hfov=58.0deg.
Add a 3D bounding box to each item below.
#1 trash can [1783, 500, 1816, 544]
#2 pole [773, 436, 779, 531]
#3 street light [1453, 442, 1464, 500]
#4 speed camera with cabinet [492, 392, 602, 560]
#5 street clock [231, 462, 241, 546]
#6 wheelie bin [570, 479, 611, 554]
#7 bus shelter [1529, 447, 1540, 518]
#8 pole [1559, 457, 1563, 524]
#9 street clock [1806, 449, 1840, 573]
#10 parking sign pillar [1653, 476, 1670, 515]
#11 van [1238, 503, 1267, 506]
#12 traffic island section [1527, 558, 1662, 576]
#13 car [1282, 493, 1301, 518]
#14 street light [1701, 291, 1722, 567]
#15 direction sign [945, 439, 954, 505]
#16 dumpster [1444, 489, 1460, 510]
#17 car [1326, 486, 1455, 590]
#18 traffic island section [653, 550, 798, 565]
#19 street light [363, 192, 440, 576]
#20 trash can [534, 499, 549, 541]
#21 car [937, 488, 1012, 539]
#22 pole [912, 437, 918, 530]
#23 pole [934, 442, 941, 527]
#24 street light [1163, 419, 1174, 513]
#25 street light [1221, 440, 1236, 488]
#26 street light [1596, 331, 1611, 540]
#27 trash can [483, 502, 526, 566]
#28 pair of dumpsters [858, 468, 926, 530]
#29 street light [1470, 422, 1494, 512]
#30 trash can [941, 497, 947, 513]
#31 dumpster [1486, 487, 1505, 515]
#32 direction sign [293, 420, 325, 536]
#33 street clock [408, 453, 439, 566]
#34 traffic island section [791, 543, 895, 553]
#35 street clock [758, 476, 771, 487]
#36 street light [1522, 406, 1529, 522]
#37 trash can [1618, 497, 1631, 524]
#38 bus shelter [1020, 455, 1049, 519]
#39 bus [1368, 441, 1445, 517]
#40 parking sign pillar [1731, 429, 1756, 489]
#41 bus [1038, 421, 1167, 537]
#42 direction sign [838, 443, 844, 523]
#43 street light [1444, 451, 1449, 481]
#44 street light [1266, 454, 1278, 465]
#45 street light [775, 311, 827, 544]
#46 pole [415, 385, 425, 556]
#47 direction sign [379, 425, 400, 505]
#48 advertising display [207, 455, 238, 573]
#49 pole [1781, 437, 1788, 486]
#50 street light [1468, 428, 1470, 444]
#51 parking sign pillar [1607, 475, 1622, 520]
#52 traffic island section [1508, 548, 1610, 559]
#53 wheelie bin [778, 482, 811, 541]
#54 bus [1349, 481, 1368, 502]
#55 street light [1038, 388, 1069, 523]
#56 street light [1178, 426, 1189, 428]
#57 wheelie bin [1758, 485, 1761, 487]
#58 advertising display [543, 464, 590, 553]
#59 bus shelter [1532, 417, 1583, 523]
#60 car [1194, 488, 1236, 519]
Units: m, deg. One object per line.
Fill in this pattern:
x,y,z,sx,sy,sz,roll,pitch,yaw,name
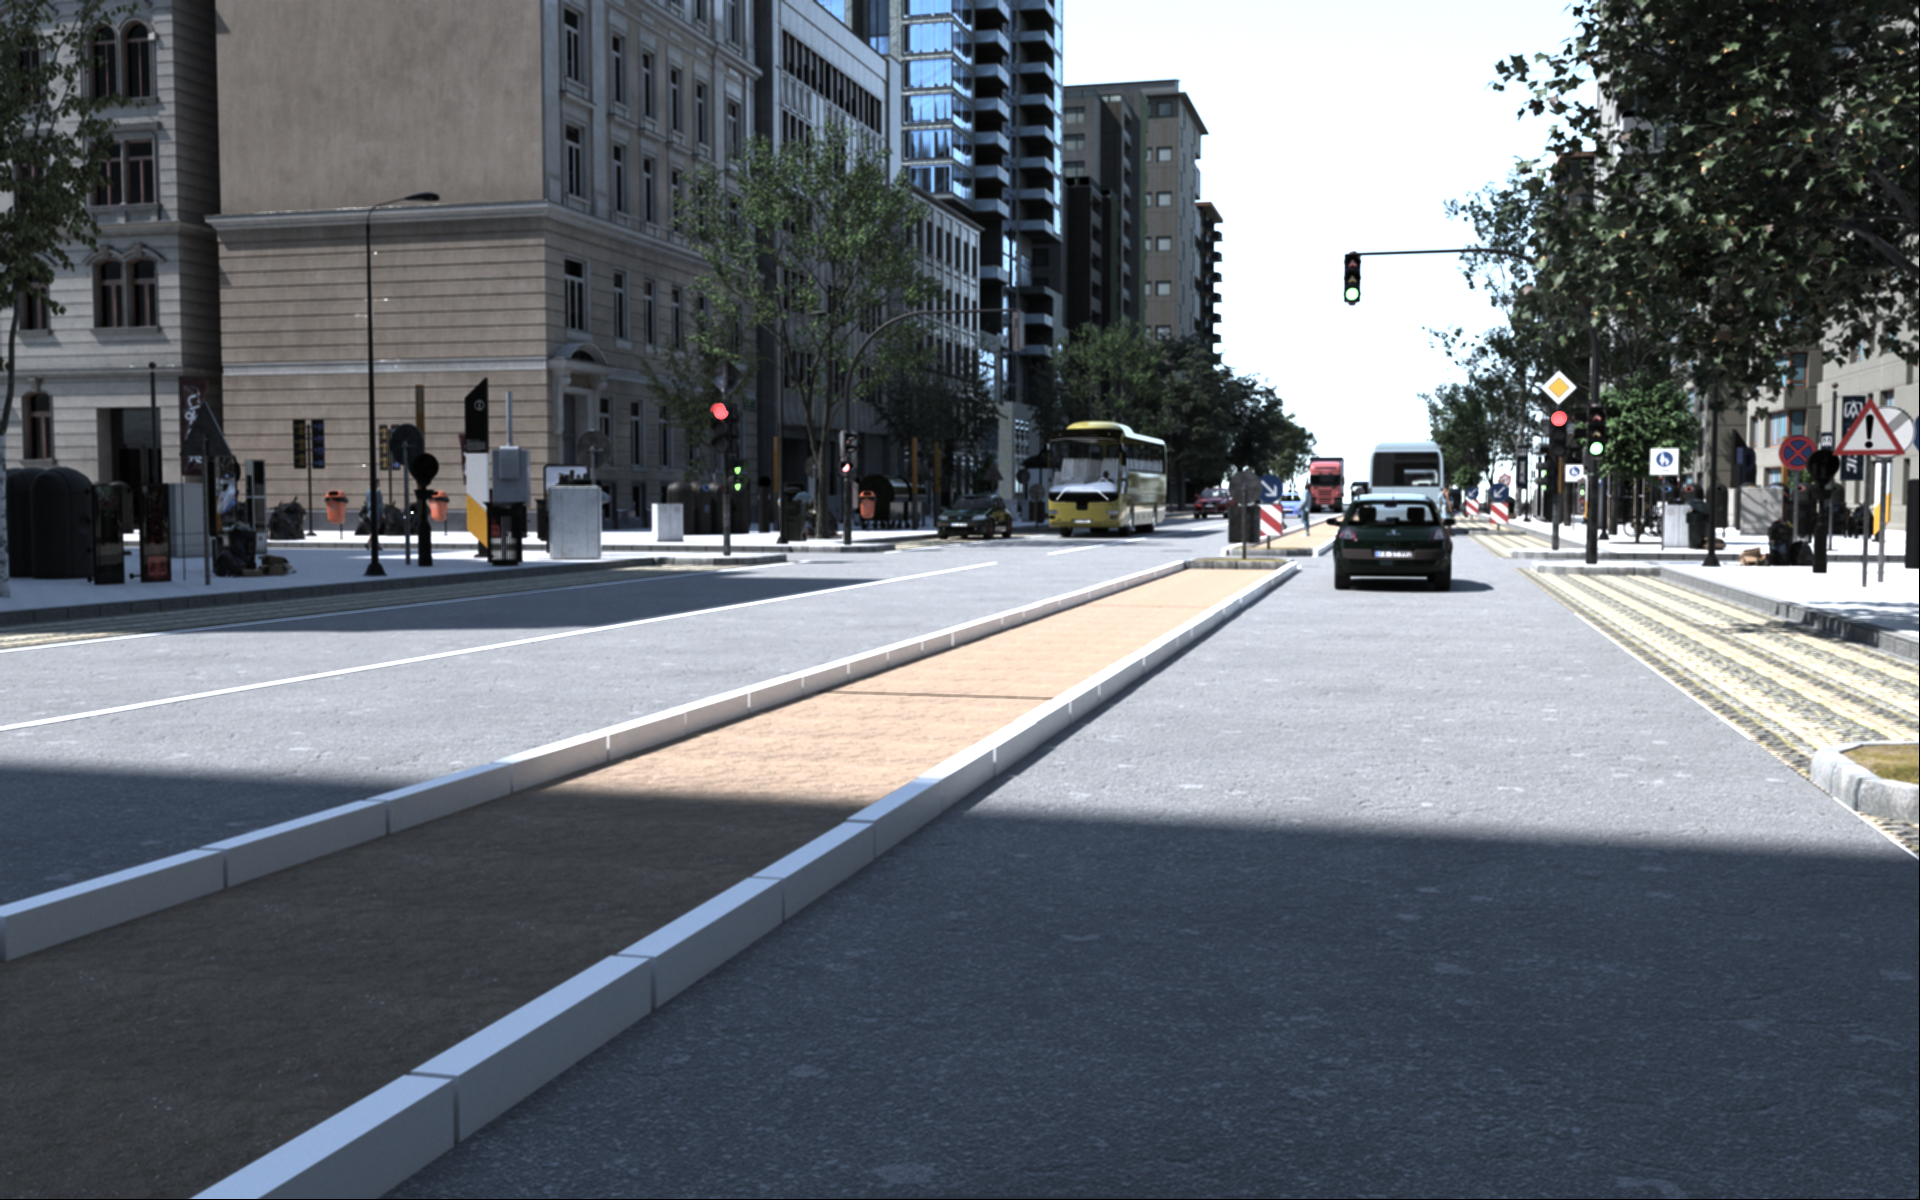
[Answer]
20.869,-1.922,43.085,0.748,1.137,0.748,0,3,0,trash can
-6.467,-4.103,60.922,0.158,3.312,0.155,0,3,0,pole
44.735,-11.069,153.517,1.470,5.913,1.316,1,4,14,street light
-8.070,-2.419,33.881,2.038,3.252,0.660,-1,4,-8,speed camera with cabinet
-15.906,-2.032,37.800,0.358,2.002,0.471,0,4,5,street clock
-7.790,-1.732,36.230,0.980,1.594,0.693,-1,4,-10,wheelie bin
30.386,-6.000,89.378,1.731,3.624,6.357,1,4,14,bus shelter
25.738,-4.919,74.273,0.158,3.312,0.155,0,3,0,pole
13.958,-1.437,28.064,0.471,2.002,0.358,1,4,16,street clock
43.111,-7.194,106.098,1.447,3.967,1.447,1,4,9,parking sign pillar
20.489,-6.988,121.260,2.013,2.044,4.112,1,4,16,van
11.588,-0.579,31.753,2.009,0.180,2.903,1,4,14,traffic island section
20.024,-5.866,105.501,1.945,1.707,3.694,1,4,13,car
12.766,-3.551,30.596,1.470,5.913,1.316,1,4,14,street light
-0.437,-4.848,71.263,0.379,3.537,0.876,-1,4,-22,direction sign
39.061,-7.970,138.532,1.865,1.857,1.264,1,4,16,dumpster
6.781,-1.069,27.259,2.009,1.686,4.222,1,4,13,car
-4.860,-0.839,36.004,2.009,0.180,2.903,1,4,14,traffic island section
-8.685,-3.328,26.950,1.470,5.913,1.316,1,4,14,street light
-11.260,-2.185,47.377,0.748,1.137,0.748,0,3,0,trash can
0.486,-2.807,55.680,2.009,1.686,4.222,1,4,14,car
-1.631,-4.189,62.333,0.158,3.312,0.155,0,3,0,pole
-0.922,-4.512,67.622,0.158,3.312,0.155,0,3,0,pole
12.355,-8.273,107.800,1.470,5.913,1.316,1,4,14,street light
23.135,-10.842,149.811,1.470,5.913,1.316,1,4,14,street light
17.435,-4.632,48.268,1.470,5.913,1.316,1,4,14,street light
-8.184,-1.191,31.133,0.748,1.137,0.748,0,3,0,trash can
-2.558,-3.773,64.175,1.574,2.255,4.437,1,4,14,pair of dumpsters
33.827,-8.515,111.767,1.470,5.913,1.316,1,4,14,street light
-1.025,-5.199,96.665,0.748,1.137,0.748,0,3,0,trash can
33.418,-6.241,107.794,1.264,1.857,1.865,1,4,14,dumpster
-19.850,-3.723,52.864,0.876,3.537,0.379,-1,4,-14,direction sign
-9.518,-1.602,30.771,0.471,2.002,0.358,-3,4,-37,street clock
-2.857,-1.312,43.735,2.009,0.180,2.903,1,4,14,traffic island section
-7.967,-4.039,70.605,0.471,2.002,0.358,-2,4,-25,street clock
25.612,-6.565,79.883,1.470,5.913,1.316,1,4,14,street light
27.995,-3.774,73.363,0.748,1.137,0.748,0,3,0,trash can
4.746,-6.026,92.452,2.014,3.302,5.546,1,4,14,bus shelter
17.323,-4.416,67.060,2.948,3.499,13.247,1,4,15,bus
32.676,-5.123,72.229,1.447,3.967,1.447,-3,4,-38,parking sign pillar
5.368,-4.299,61.827,2.896,3.916,12.252,1,4,14,bus
-5.199,-5.184,76.756,0.379,3.537,0.876,1,4,21,direction sign
52.937,-13.025,185.497,1.470,5.913,1.316,1,4,14,street light
35.732,-13.841,198.842,1.470,5.913,1.316,1,4,14,street light
-4.052,-4.386,44.250,1.470,5.913,1.316,1,4,14,street light
-10.106,-2.364,32.492,0.158,3.312,0.155,0,3,0,pole
-18.656,-3.958,56.708,0.876,3.537,0.379,2,4,28,direction sign
-12.159,-1.430,28.587,0.123,1.923,0.974,0,4,-3,advertising display
29.295,-4.142,61.564,0.158,3.312,0.155,0,3,0,pole
36.477,-9.141,121.989,1.470,5.913,1.316,1,4,14,street light
32.797,-6.039,87.205,1.447,3.967,1.447,2,4,27,parking sign pillar
13.592,-1.052,39.483,2.009,0.180,2.903,1,4,14,traffic island section
-4.518,-2.398,47.116,0.980,1.594,0.693,1,4,10,wheelie bin
55.252,-14.921,238.818,2.948,3.499,13.247,1,4,13,bus
4.066,-6.319,75.859,1.470,5.913,1.316,1,4,14,street light
14.947,-8.918,118.352,1.470,5.913,1.316,1,4,14,street light
28.740,-3.327,62.305,0.693,1.594,0.980,2,4,30,wheelie bin
-8.536,-1.983,37.635,0.974,1.923,0.123,0,4,-7,advertising display
28.012,-6.337,81.250,2.179,5.291,8.768,1,4,15,bus shelter
15.136,-5.746,102.621,2.281,1.827,5.304,1,4,16,car
